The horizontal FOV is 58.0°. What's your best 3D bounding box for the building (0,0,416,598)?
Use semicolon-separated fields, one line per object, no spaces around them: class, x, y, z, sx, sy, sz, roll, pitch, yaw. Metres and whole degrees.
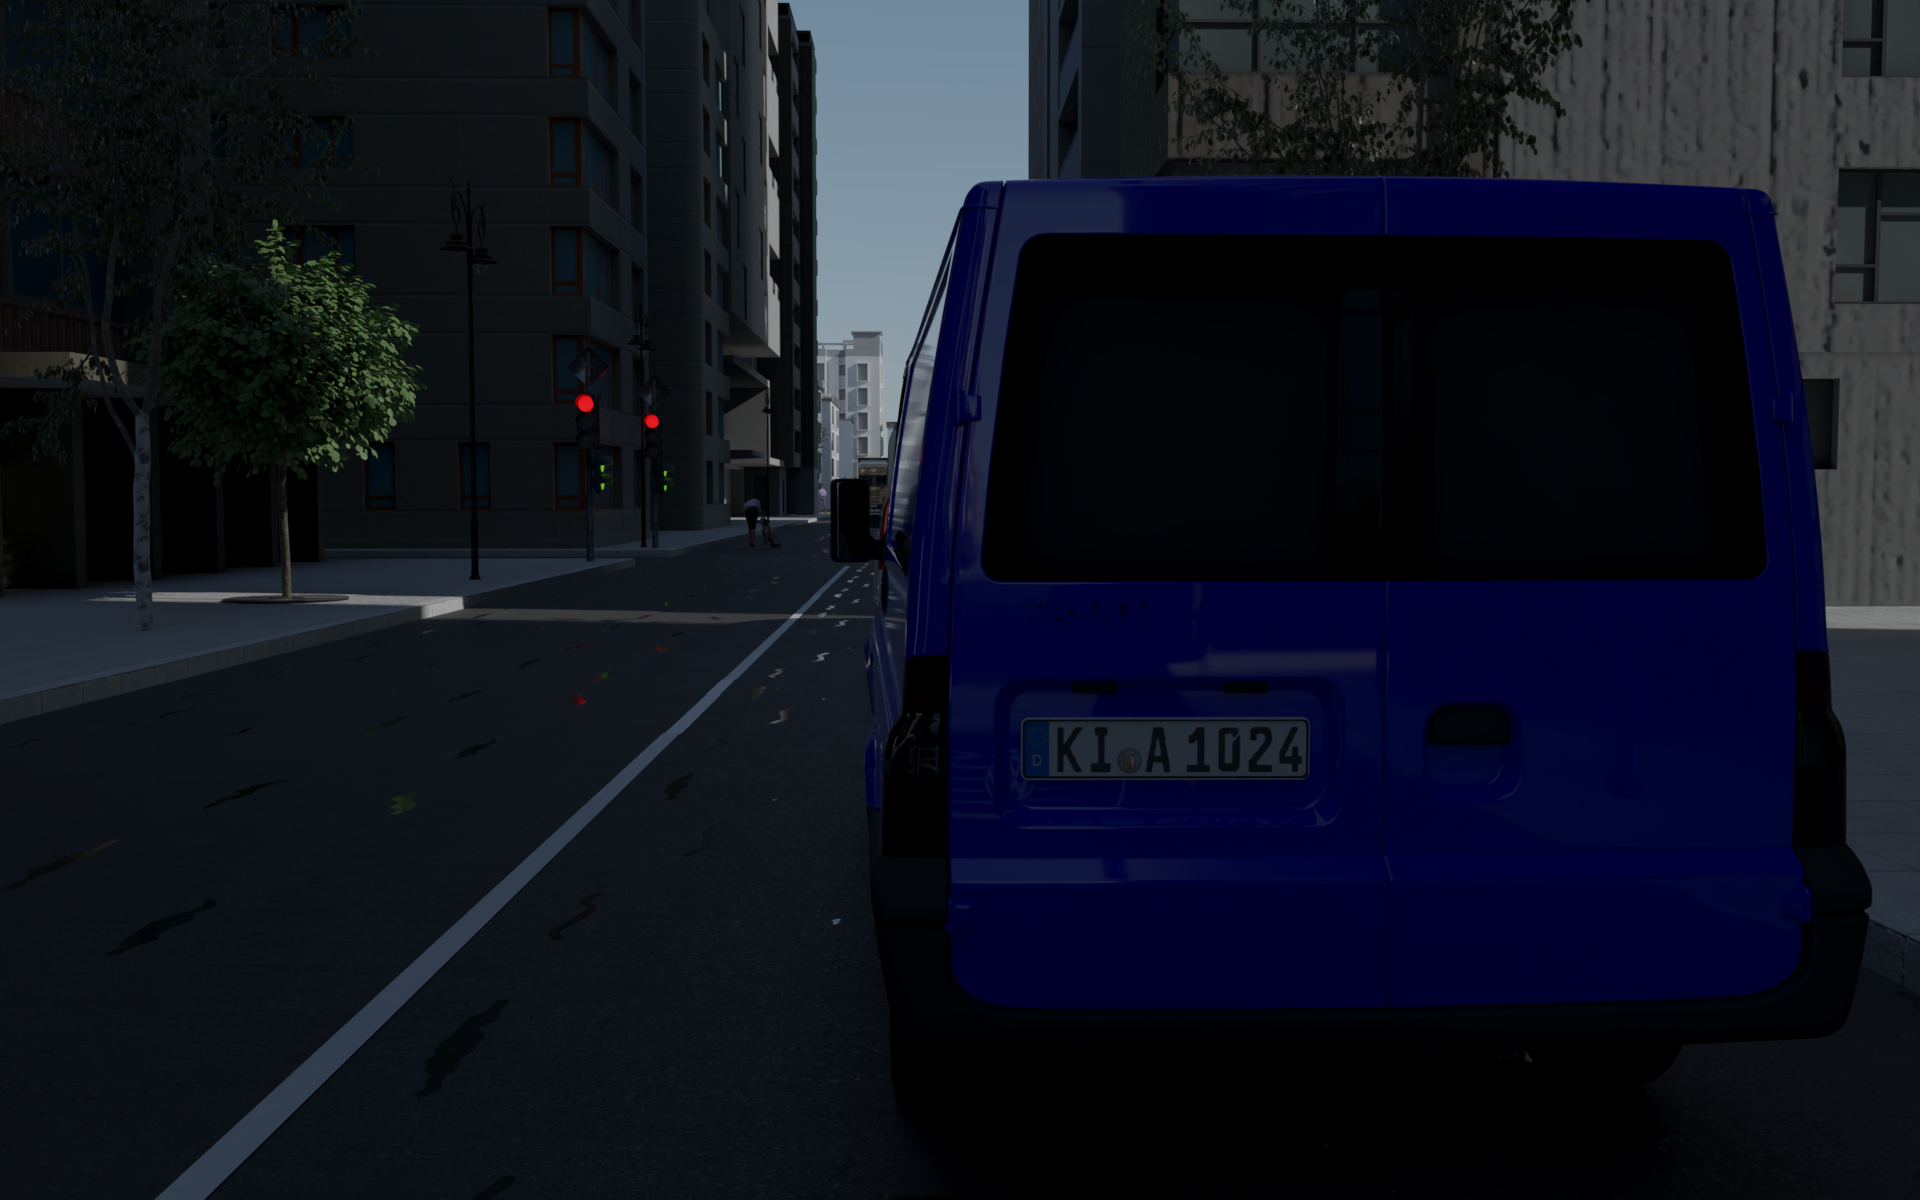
building;-25.306;-22.539;23.139;28.867;44.769;22.147;0;4;-1

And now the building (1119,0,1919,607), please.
building;9.189;-15.532;25.649;14.160;30.474;14.107;0;4;-1

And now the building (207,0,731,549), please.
building;-22.719;-12.787;54.112;27.650;21.520;28.899;0;4;-1

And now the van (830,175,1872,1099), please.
van;0.659;-0.087;5.801;2.240;2.365;5.245;0;4;-3

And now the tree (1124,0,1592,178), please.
tree;3.923;-3.988;15.571;4.360;8.622;3.978;0;3;0

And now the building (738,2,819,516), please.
building;-15.898;-20.257;102.898;14.160;30.474;14.107;0;4;-1

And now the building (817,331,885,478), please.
building;-14.821;-21.463;207.334;11.380;20.091;16.016;0;4;-1

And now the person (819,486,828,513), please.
person;-9.381;-6.858;118.032;0.709;1.838;0.599;0;4;-5

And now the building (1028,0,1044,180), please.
building;10.176;-25.803;71.988;14.600;45.320;14.200;0;4;-1

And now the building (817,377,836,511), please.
building;-14.831;-11.514;130.399;9.099;9.664;28.070;0;4;-1

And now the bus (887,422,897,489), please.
bus;-0.646;-3.265;48.239;2.948;3.499;13.247;0;4;-2

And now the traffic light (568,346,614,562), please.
traffic light;-7.019;-2.687;32.855;0.839;4.253;0.868;0;4;-1

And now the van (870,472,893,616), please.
van;0.006;-0.653;17.685;2.013;2.044;4.112;0;4;0

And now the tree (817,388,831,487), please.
tree;-10.341;-9.990;113.699;4.360;8.622;3.978;0;3;0

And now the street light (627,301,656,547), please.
street light;-7.637;-4.211;41.642;0.468;5.910;1.993;0;4;-1

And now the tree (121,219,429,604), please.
tree;-8.187;-2.270;20.831;4.285;4.588;4.351;0;3;0

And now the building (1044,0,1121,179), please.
building;17.096;-31.020;49.178;28.212;58.520;21.231;0;4;-1

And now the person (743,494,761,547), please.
person;-5.641;-2.184;47.402;0.628;1.438;0.799;-2;4;-27

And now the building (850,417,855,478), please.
building;-25.627;-15.056;188.320;28.070;9.664;9.099;0;4;-1

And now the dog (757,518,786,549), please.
dog;-4.863;-1.747;45.397;0.800;0.831;0.513;1;4;13

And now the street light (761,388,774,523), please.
street light;-8.388;-6.284;75.537;0.468;5.910;1.993;0;4;-1

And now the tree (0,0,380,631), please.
tree;-7.681;-4.032;16.288;4.360;8.622;3.978;0;3;0

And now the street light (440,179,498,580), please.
street light;-7.276;-3.243;25.811;0.468;5.910;1.993;0;4;-1

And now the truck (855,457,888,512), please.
truck;-6.675;-8.933;134.974;2.839;4.237;11.283;0;4;-2

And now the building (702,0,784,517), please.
building;-22.854;-30.096;81.306;28.713;52.752;27.495;0;4;-1

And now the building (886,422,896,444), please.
building;5.405;-16.086;205.155;28.070;9.664;9.099;0;4;-1

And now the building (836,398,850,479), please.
building;-15.492;-13.227;158.409;9.099;9.664;28.070;0;4;-1

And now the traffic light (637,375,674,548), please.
traffic light;-7.187;-3.175;40.838;0.839;4.253;0.868;0;4;-1
